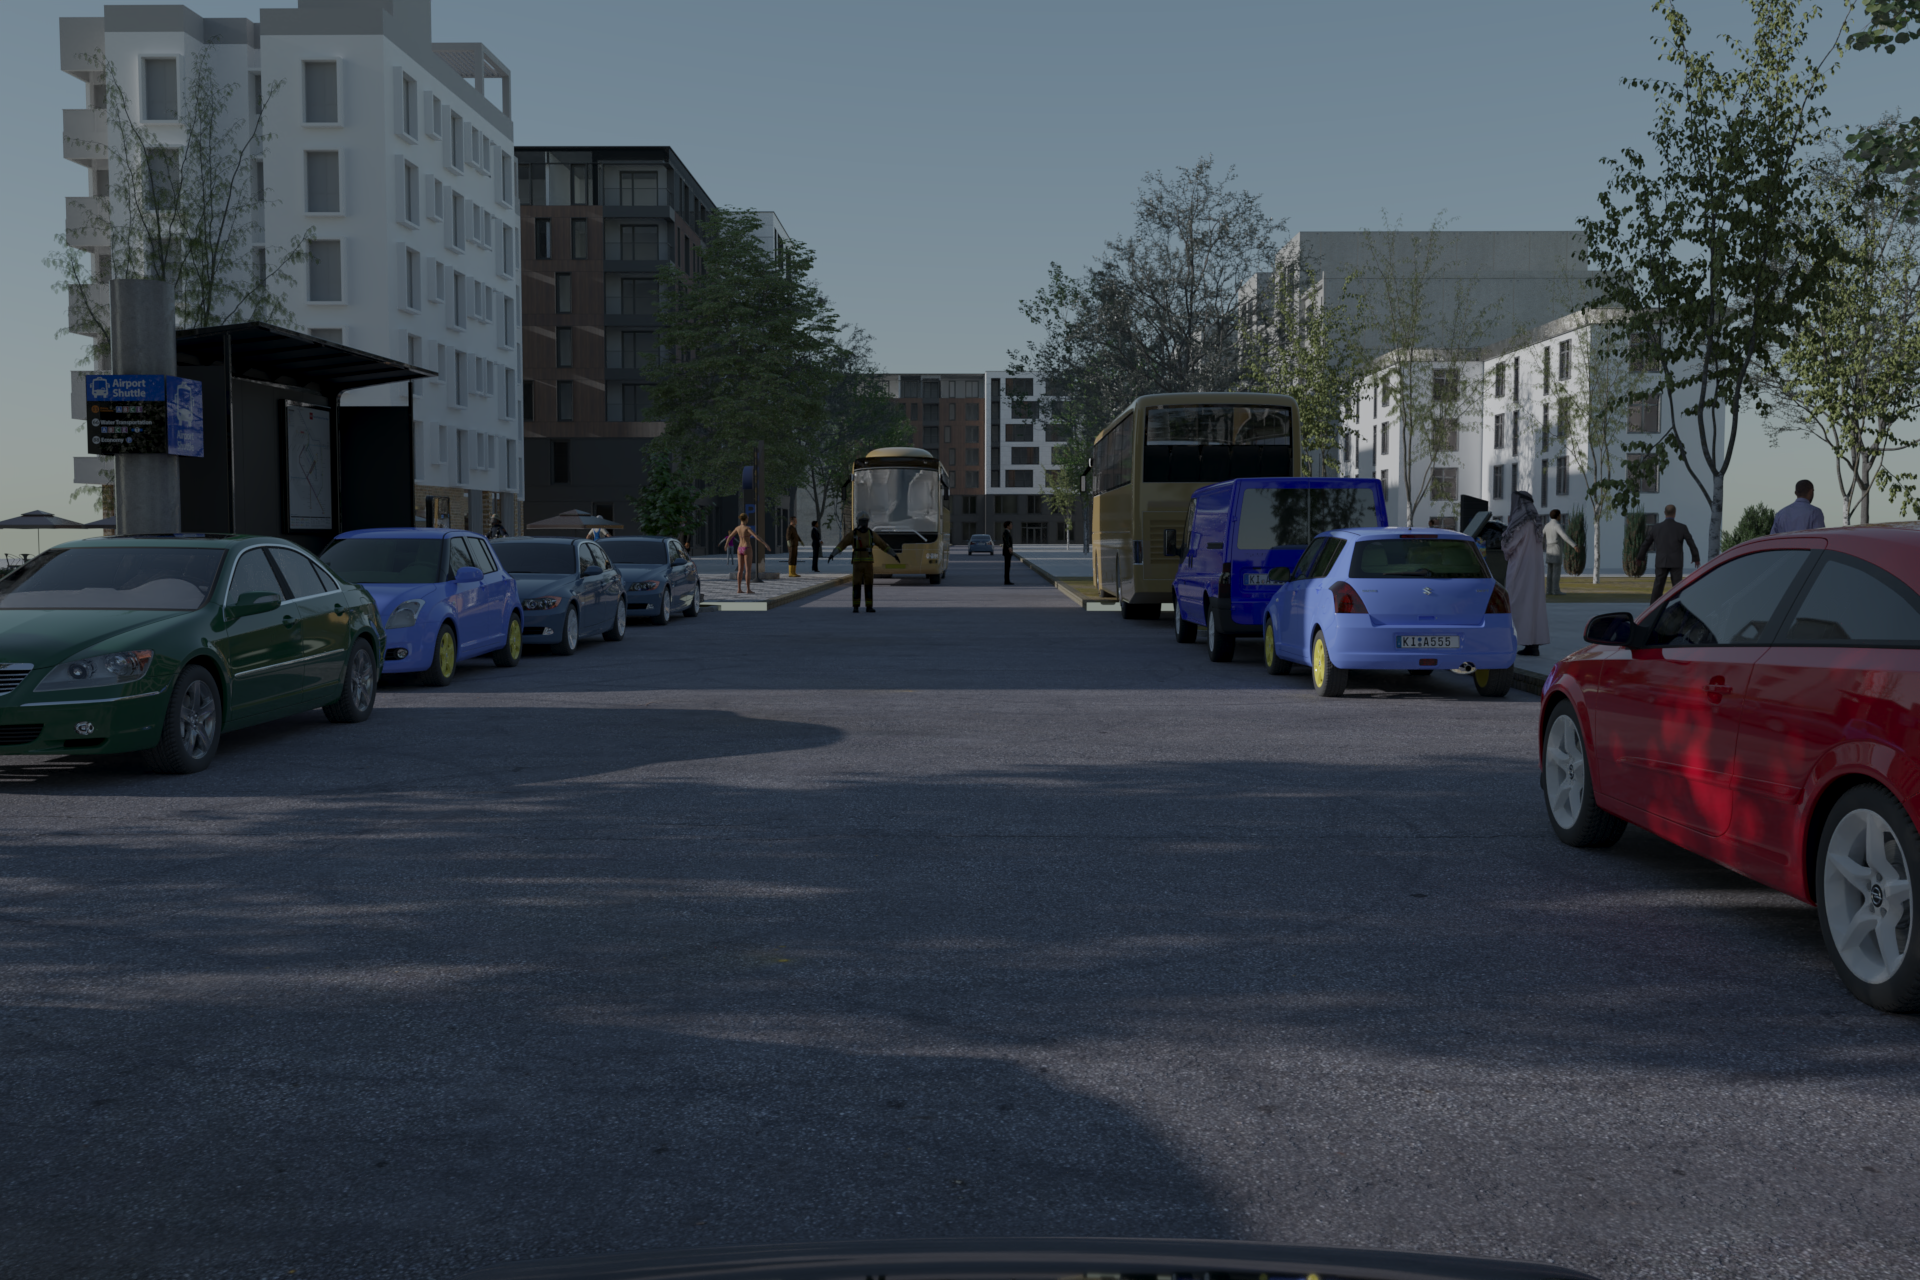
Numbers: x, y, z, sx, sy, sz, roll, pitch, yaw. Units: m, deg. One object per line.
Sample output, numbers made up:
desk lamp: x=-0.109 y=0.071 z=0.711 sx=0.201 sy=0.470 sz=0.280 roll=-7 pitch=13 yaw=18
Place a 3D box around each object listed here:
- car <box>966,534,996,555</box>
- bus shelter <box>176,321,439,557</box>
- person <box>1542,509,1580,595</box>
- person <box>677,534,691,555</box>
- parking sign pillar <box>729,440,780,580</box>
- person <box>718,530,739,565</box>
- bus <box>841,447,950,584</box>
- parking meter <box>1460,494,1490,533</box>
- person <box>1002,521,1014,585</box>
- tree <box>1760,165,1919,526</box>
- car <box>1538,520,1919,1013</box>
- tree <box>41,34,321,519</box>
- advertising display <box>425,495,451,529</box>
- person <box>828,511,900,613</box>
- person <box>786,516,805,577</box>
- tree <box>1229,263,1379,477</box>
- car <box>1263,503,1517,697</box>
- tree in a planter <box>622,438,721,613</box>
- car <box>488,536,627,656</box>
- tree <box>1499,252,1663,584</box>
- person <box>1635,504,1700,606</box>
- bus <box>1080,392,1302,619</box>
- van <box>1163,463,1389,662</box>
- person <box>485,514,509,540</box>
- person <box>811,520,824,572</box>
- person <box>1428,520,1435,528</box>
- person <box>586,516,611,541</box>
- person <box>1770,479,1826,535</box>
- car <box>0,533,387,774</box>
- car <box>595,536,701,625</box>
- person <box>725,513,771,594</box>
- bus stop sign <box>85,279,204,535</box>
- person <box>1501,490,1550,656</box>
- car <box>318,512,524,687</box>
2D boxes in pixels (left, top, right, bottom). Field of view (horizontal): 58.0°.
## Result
car: x=1.423 y=-6.450 z=117.464 sx=2.014 sy=1.417 sz=4.499 roll=0 pitch=4 yaw=1
bus shelter: x=-8.509 y=-1.894 z=22.247 sx=1.731 sy=3.624 sz=6.357 roll=0 pitch=4 yaw=1
person: x=12.556 y=-1.854 z=36.494 sx=0.705 sy=1.806 sz=1.347 roll=-1 pitch=4 yaw=-16
person: x=-7.562 y=-2.520 z=47.421 sx=0.704 sy=1.802 sz=1.346 roll=-2 pitch=4 yaw=-24
parking sign pillar: x=-5.845 y=-3.713 z=49.182 sx=1.447 sy=3.967 sz=1.447 roll=0 pitch=4 yaw=2
person: x=-9.543 y=-3.832 z=71.927 sx=0.991 sy=1.433 sz=0.599 roll=0 pitch=4 yaw=-8
bus: x=-1.678 y=-3.747 z=52.805 sx=2.896 sy=3.916 sz=12.252 roll=0 pitch=4 yaw=1
parking meter: x=7.600 y=-1.216 z=25.585 sx=0.399 sy=1.863 sz=0.255 roll=0 pitch=4 yaw=1
person: x=1.379 y=-2.466 z=48.960 sx=0.705 sy=1.806 sz=1.347 roll=0 pitch=4 yaw=2
tree: x=17.946 y=-5.158 z=34.693 sx=4.737 sy=8.622 sz=4.395 roll=0 pitch=3 yaw=0
car: x=3.643 y=0.146 z=6.654 sx=2.155 sy=1.783 sz=4.494 roll=0 pitch=4 yaw=1
tree: x=-11.709 y=-4.605 z=25.650 sx=4.360 sy=8.622 sz=3.978 roll=0 pitch=3 yaw=0
advertising display: x=-8.832 y=-1.477 z=29.358 sx=0.123 sy=1.923 sz=0.974 roll=0 pitch=4 yaw=1
person: x=-1.768 y=-1.430 z=31.613 sx=1.354 sy=1.858 sz=0.705 roll=-1 pitch=4 yaw=-16
person: x=-4.934 y=-2.776 z=51.518 sx=0.704 sy=1.812 sz=1.346 roll=1 pitch=4 yaw=13
tree: x=9.327 y=-5.861 z=46.186 sx=4.737 sy=8.622 sz=4.395 roll=0 pitch=3 yaw=0
car: x=3.980 y=-0.425 z=16.539 sx=1.945 sy=1.707 sz=3.694 roll=0 pitch=4 yaw=0
tree in a planter: x=-5.527 y=-2.143 z=32.268 sx=1.991 sy=3.239 sz=1.994 roll=0 pitch=4 yaw=1
car: x=-5.408 y=-0.608 z=21.941 sx=2.014 sy=1.417 sz=4.499 roll=0 pitch=4 yaw=1
tree: x=16.734 y=-5.767 z=44.654 sx=4.360 sy=8.622 sz=3.978 roll=0 pitch=3 yaw=0
person: x=11.416 y=-1.304 z=27.916 sx=0.990 sy=1.755 sz=0.434 roll=2 pitch=4 yaw=35
bus: x=3.964 y=-2.471 z=31.955 sx=2.896 sy=3.916 sz=12.252 roll=0 pitch=4 yaw=1
van: x=3.757 y=-1.017 z=21.016 sx=2.240 sy=2.365 sz=5.245 roll=0 pitch=4 yaw=0
person: x=-13.350 y=-2.692 z=49.792 sx=1.354 sy=1.856 sz=0.705 roll=3 pitch=4 yaw=36
person: x=-4.801 y=-3.163 z=58.442 sx=0.721 sy=1.740 sz=1.216 roll=-1 pitch=4 yaw=-18
person: x=16.683 y=-3.372 z=61.400 sx=0.705 sy=1.796 sz=1.348 roll=3 pitch=4 yaw=36
person: x=-10.988 y=-2.879 z=52.920 sx=1.347 sy=1.847 sz=0.705 roll=2 pitch=4 yaw=30
person: x=8.705 y=-0.726 z=17.781 sx=0.599 sy=1.838 sz=0.709 roll=-2 pitch=4 yaw=-32
car: x=-5.459 y=-0.003 z=11.843 sx=2.131 sy=1.459 sz=4.920 roll=0 pitch=4 yaw=0
car: x=-5.429 y=-1.021 z=28.701 sx=2.014 sy=1.417 sz=4.499 roll=0 pitch=4 yaw=1
person: x=-4.612 y=-1.876 z=37.470 sx=1.217 sy=1.733 sz=0.721 roll=2 pitch=4 yaw=30
bus stop sign: x=-8.560 y=-1.788 z=18.243 sx=0.837 sy=3.901 sz=0.837 roll=0 pitch=4 yaw=1
person: x=5.917 y=-0.707 z=18.276 sx=0.621 sy=1.740 sz=0.551 roll=1 pitch=4 yaw=22
car: x=-5.634 y=-0.477 z=17.391 sx=1.945 sy=1.707 sz=3.694 roll=0 pitch=4 yaw=1
